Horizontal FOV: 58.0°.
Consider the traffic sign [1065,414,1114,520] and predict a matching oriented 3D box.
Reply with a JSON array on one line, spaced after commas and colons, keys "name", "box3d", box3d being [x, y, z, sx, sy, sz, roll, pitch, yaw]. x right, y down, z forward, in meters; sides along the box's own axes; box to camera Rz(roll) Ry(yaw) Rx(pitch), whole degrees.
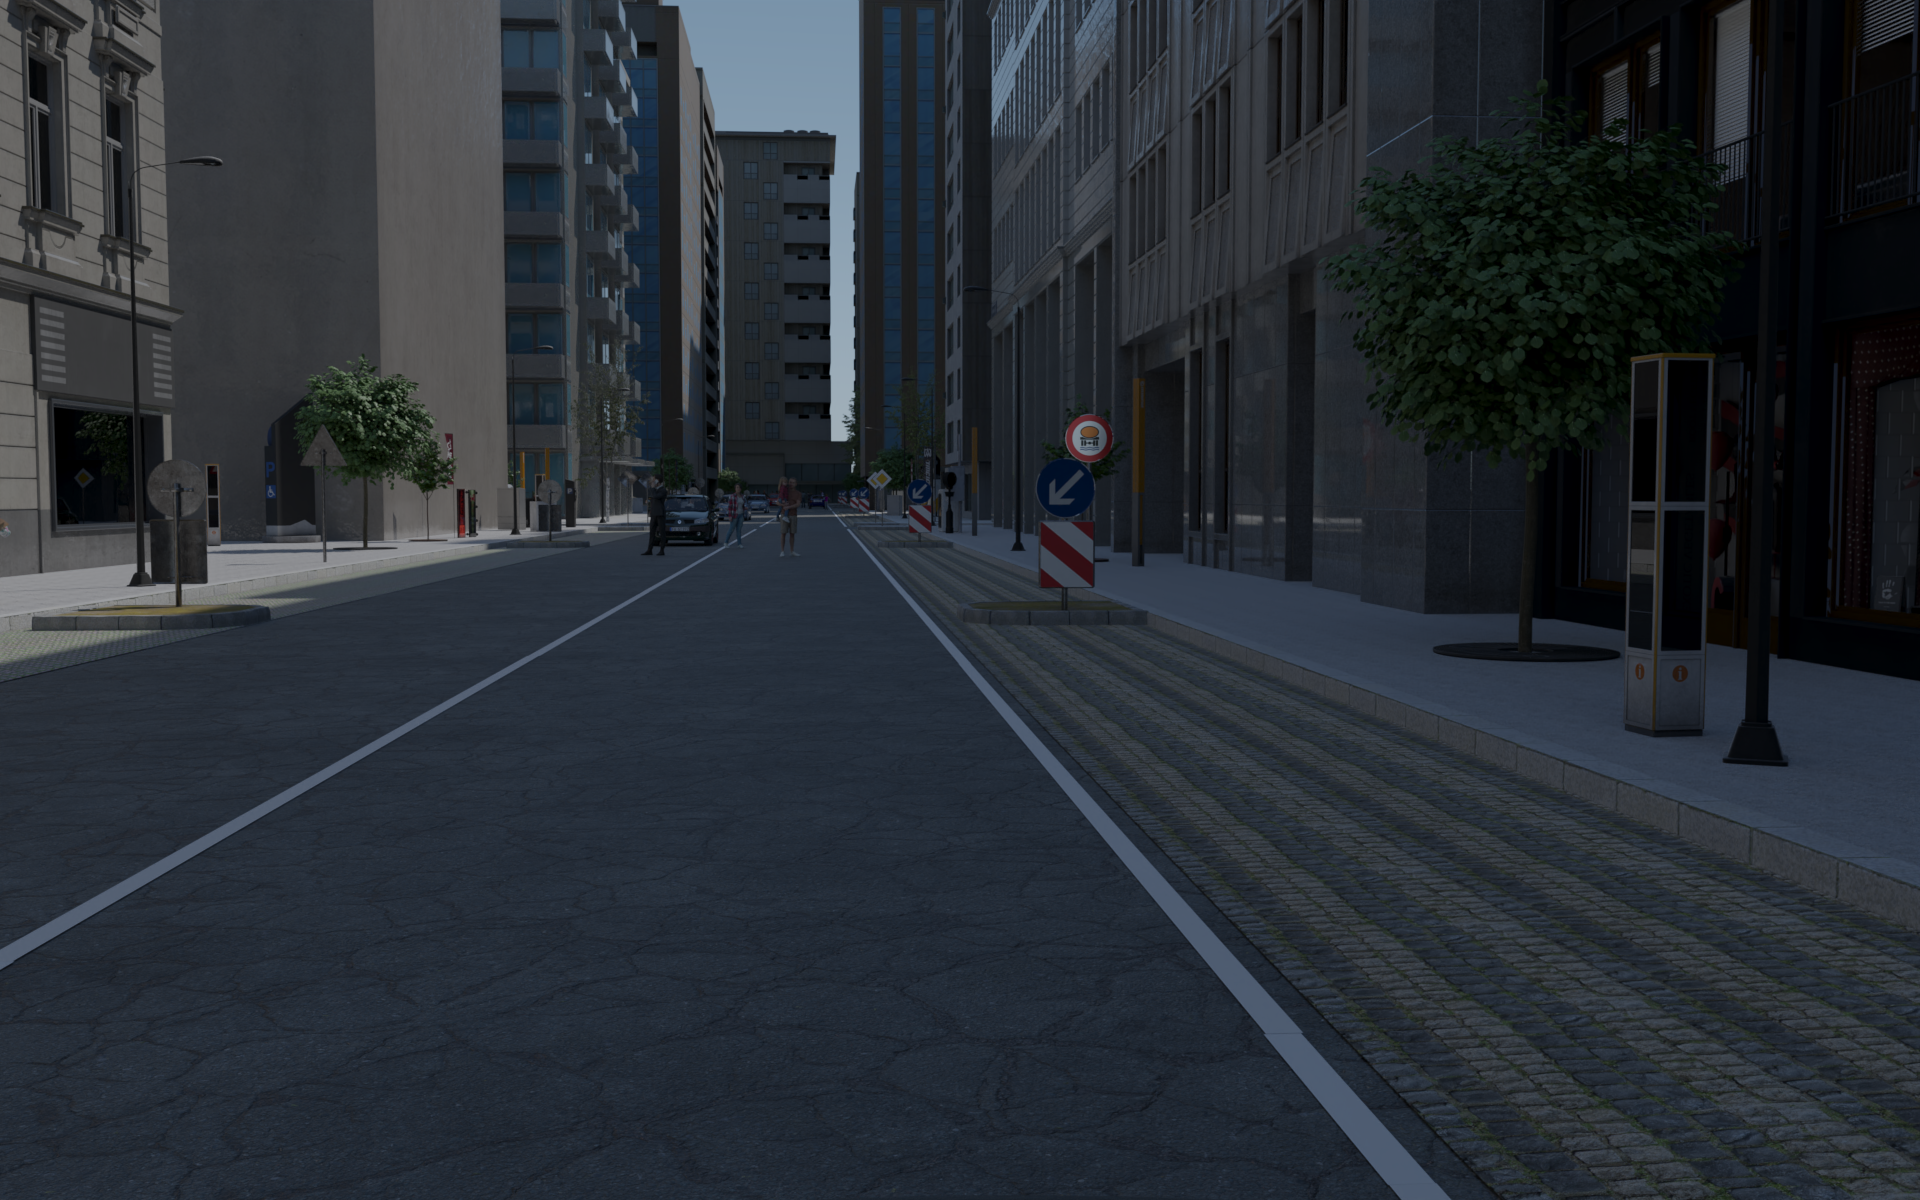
[{"name": "traffic sign", "box3d": [2.063, -1.686, 27.669, 0.768, 2.556, 0.104, 0, 4, 1]}]

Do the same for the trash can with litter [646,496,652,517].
[{"name": "trash can with litter", "box3d": [-17.174, -5.197, 96.350, 0.624, 1.170, 1.055, -1, 4, -9]}]

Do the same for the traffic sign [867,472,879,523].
[{"name": "traffic sign", "box3d": [-3.768, -4.499, 77.194, 0.795, 2.450, 0.064, 0, 4, -5]}]

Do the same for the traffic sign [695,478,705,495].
[{"name": "traffic sign", "box3d": [-20.351, -8.289, 135.629, 0.768, 2.556, 0.104, 0, 4, -2]}]

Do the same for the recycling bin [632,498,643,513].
[{"name": "recycling bin", "box3d": [-21.683, -6.311, 115.732, 0.722, 1.027, 0.722, -3, 5, -44]}]

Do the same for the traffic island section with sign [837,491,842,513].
[{"name": "traffic island section with sign", "box3d": [-8.022, -7.382, 129.323, 1.989, 1.847, 2.006, 0, 4, -5]}]

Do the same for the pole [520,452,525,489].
[{"name": "pole", "box3d": [-21.221, -5.516, 84.023, 0.158, 3.312, 0.155, 0, 3, 0]}]

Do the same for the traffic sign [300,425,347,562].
[{"name": "traffic sign", "box3d": [-11.938, -1.987, 32.486, 0.884, 2.594, 0.081, 0, 4, 2]}]

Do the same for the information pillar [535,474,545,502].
[{"name": "information pillar", "box3d": [-15.580, -3.659, 64.313, 0.304, 2.012, 0.304, 0, 4, 2]}]

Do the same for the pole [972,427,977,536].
[{"name": "pole", "box3d": [0.447, -3.622, 53.057, 0.158, 3.312, 0.155, 0, 3, 0]}]

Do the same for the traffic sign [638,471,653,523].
[{"name": "traffic sign", "box3d": [-13.780, -4.450, 76.394, 0.795, 2.450, 0.064, 0, 4, -5]}]

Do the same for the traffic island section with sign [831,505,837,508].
[{"name": "traffic island section with sign", "box3d": [-12.110, -10.421, 179.017, 1.989, 1.847, 2.006, 0, 4, -5]}]

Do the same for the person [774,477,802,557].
[{"name": "person", "box3d": [-3.958, -1.909, 39.685, 0.573, 1.828, 0.580, 2, 4, 31]}]

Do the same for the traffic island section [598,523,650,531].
[{"name": "traffic island section", "box3d": [-13.148, -2.827, 68.495, 2.009, 0.180, 2.903, 0, 4, -5]}]

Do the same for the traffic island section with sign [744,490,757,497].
[{"name": "traffic island section with sign", "box3d": [-21.833, -10.359, 178.004, 1.989, 1.847, 2.006, 0, 4, -5]}]

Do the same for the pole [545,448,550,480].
[{"name": "pole", "box3d": [-18.190, -5.049, 76.390, 0.158, 3.312, 0.155, 0, 3, 0]}]

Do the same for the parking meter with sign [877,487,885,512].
[{"name": "parking meter with sign", "box3d": [-5.711, -7.784, 123.529, 0.543, 3.016, 1.738, -1, 4, -15]}]

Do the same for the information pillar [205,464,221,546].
[{"name": "information pillar", "box3d": [-18.404, -2.334, 42.656, 0.304, 2.012, 0.304, -2, 4, -27]}]

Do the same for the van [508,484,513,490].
[{"name": "van", "box3d": [-20.371, -3.935, 71.344, 4.112, 2.044, 2.013, 0, 4, -6]}]

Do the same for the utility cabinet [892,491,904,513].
[{"name": "utility cabinet", "box3d": [-4.185, -6.749, 119.020, 0.318, 1.500, 1.173, -3, 5, -42]}]

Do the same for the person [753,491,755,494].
[{"name": "person", "box3d": [-19.082, -9.309, 161.410, 0.721, 1.735, 1.217, 2, 4, 27]}]

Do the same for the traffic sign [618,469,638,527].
[{"name": "traffic sign", "box3d": [-13.126, -3.963, 68.436, 0.795, 2.450, 0.064, 0, 4, -5]}]

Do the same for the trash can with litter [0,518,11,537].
[{"name": "trash can with litter", "box3d": [-11.055, -0.495, 19.484, 0.624, 1.170, 1.055, -2, 4, -26]}]

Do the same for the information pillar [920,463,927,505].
[{"name": "information pillar", "box3d": [-2.790, -8.615, 132.204, 0.504, 3.616, 0.183, -1, 4, -16]}]

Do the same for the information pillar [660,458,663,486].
[{"name": "information pillar", "box3d": [-19.112, -7.328, 111.171, 0.183, 3.616, 0.504, 1, 4, 9]}]

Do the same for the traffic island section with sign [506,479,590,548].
[{"name": "traffic island section with sign", "box3d": [-11.012, -2.315, 46.485, 1.989, 1.847, 2.006, 0, 4, -5]}]

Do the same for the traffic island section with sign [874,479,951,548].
[{"name": "traffic island section with sign", "box3d": [-1.237, -2.333, 46.770, 1.989, 1.847, 2.006, 0, 4, -5]}]

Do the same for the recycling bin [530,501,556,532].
[{"name": "recycling bin", "box3d": [-14.299, -2.867, 59.428, 0.722, 1.027, 0.722, -2, 4, -32]}]

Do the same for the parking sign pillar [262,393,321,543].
[{"name": "parking sign pillar", "box3d": [-17.672, -3.498, 45.667, 1.447, 3.967, 1.447, 2, 4, 26]}]

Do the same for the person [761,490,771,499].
[{"name": "person", "box3d": [-18.828, -9.672, 166.768, 1.348, 1.807, 0.705, -2, 4, -30]}]

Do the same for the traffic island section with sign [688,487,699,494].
[{"name": "traffic island section with sign", "box3d": [-15.501, -5.650, 101.001, 1.989, 1.847, 2.006, 0, 4, -5]}]

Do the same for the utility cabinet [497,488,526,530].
[{"name": "utility cabinet", "box3d": [-15.871, -3.219, 61.316, 1.173, 1.500, 0.318, 3, 4, 36]}]

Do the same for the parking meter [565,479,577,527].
[{"name": "parking meter", "box3d": [-14.951, -3.722, 66.572, 0.399, 1.863, 0.255, 0, 4, 1]}]

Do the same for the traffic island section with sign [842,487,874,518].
[{"name": "traffic island section with sign", "box3d": [-5.797, -5.726, 102.245, 1.989, 1.847, 2.006, 0, 4, -5]}]

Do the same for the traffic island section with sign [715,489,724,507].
[{"name": "traffic island section with sign", "box3d": [-17.705, -7.293, 127.866, 1.989, 1.847, 2.006, 0, 4, -5]}]

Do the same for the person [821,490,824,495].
[{"name": "person", "box3d": [-15.005, -10.917, 186.869, 0.599, 1.838, 0.709, 0, 4, -2]}]

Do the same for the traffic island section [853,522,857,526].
[{"name": "traffic island section", "box3d": [-3.745, -3.363, 77.273, 2.009, 0.180, 2.903, 0, 4, -5]}]

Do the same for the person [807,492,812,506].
[{"name": "person", "box3d": [-18.109, -12.217, 209.043, 0.742, 1.727, 0.445, 2, 4, 24]}]

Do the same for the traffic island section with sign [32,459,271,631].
[{"name": "traffic island section with sign", "box3d": [-8.763, -0.637, 19.038, 1.989, 1.847, 2.006, 0, 4, -5]}]

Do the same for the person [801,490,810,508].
[{"name": "person", "box3d": [-16.255, -10.466, 179.704, 1.350, 1.814, 0.705, 0, 4, -4]}]

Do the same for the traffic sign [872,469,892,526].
[{"name": "traffic sign", "box3d": [-3.113, -4.012, 69.236, 0.795, 2.450, 0.064, 0, 4, -5]}]

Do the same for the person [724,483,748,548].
[{"name": "person", "box3d": [-5.926, -2.234, 45.872, 0.563, 1.720, 0.643, -3, 5, -44]}]

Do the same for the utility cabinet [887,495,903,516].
[{"name": "utility cabinet", "box3d": [-3.876, -5.620, 103.049, 1.020, 1.237, 0.306, 3, 5, 40]}]

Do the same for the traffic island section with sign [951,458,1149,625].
[{"name": "traffic island section with sign", "box3d": [0.991, -0.679, 19.733, 1.989, 1.847, 2.006, 0, 4, -5]}]

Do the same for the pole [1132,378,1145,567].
[{"name": "pole", "box3d": [3.161, -2.250, 30.626, 0.158, 3.312, 0.155, 0, 3, 0]}]

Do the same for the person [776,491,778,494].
[{"name": "person", "box3d": [-21.422, -11.858, 202.388, 0.705, 1.822, 1.348, 1, 4, 15]}]

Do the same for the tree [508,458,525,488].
[{"name": "tree", "box3d": [-20.717, -5.112, 78.185, 1.663, 3.219, 1.824, 0, 3, 0]}]

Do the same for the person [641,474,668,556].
[{"name": "person", "box3d": [-7.105, -1.991, 40.423, 0.648, 1.900, 0.474, 3, 5, 44]}]

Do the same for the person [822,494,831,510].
[{"name": "person", "box3d": [-11.924, -8.705, 154.050, 0.991, 1.433, 0.599, -3, 4, -36]}]

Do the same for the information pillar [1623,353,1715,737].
[{"name": "information pillar", "box3d": [3.771, -0.290, 9.227, 0.304, 2.012, 0.304, -1, 4, -10]}]

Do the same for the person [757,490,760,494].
[{"name": "person", "box3d": [-20.358, -10.144, 174.294, 0.705, 1.831, 1.348, 2, 4, 24]}]

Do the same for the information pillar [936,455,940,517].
[{"name": "information pillar", "box3d": [-1.306, -6.505, 97.710, 0.183, 3.616, 0.504, 3, 5, 43]}]

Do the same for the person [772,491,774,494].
[{"name": "person", "box3d": [-24.632, -13.399, 227.563, 0.705, 1.826, 1.348, 0, 4, -4]}]

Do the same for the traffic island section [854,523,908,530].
[{"name": "traffic island section", "box3d": [-3.090, -2.877, 69.315, 2.009, 0.180, 2.903, 0, 4, -5]}]
